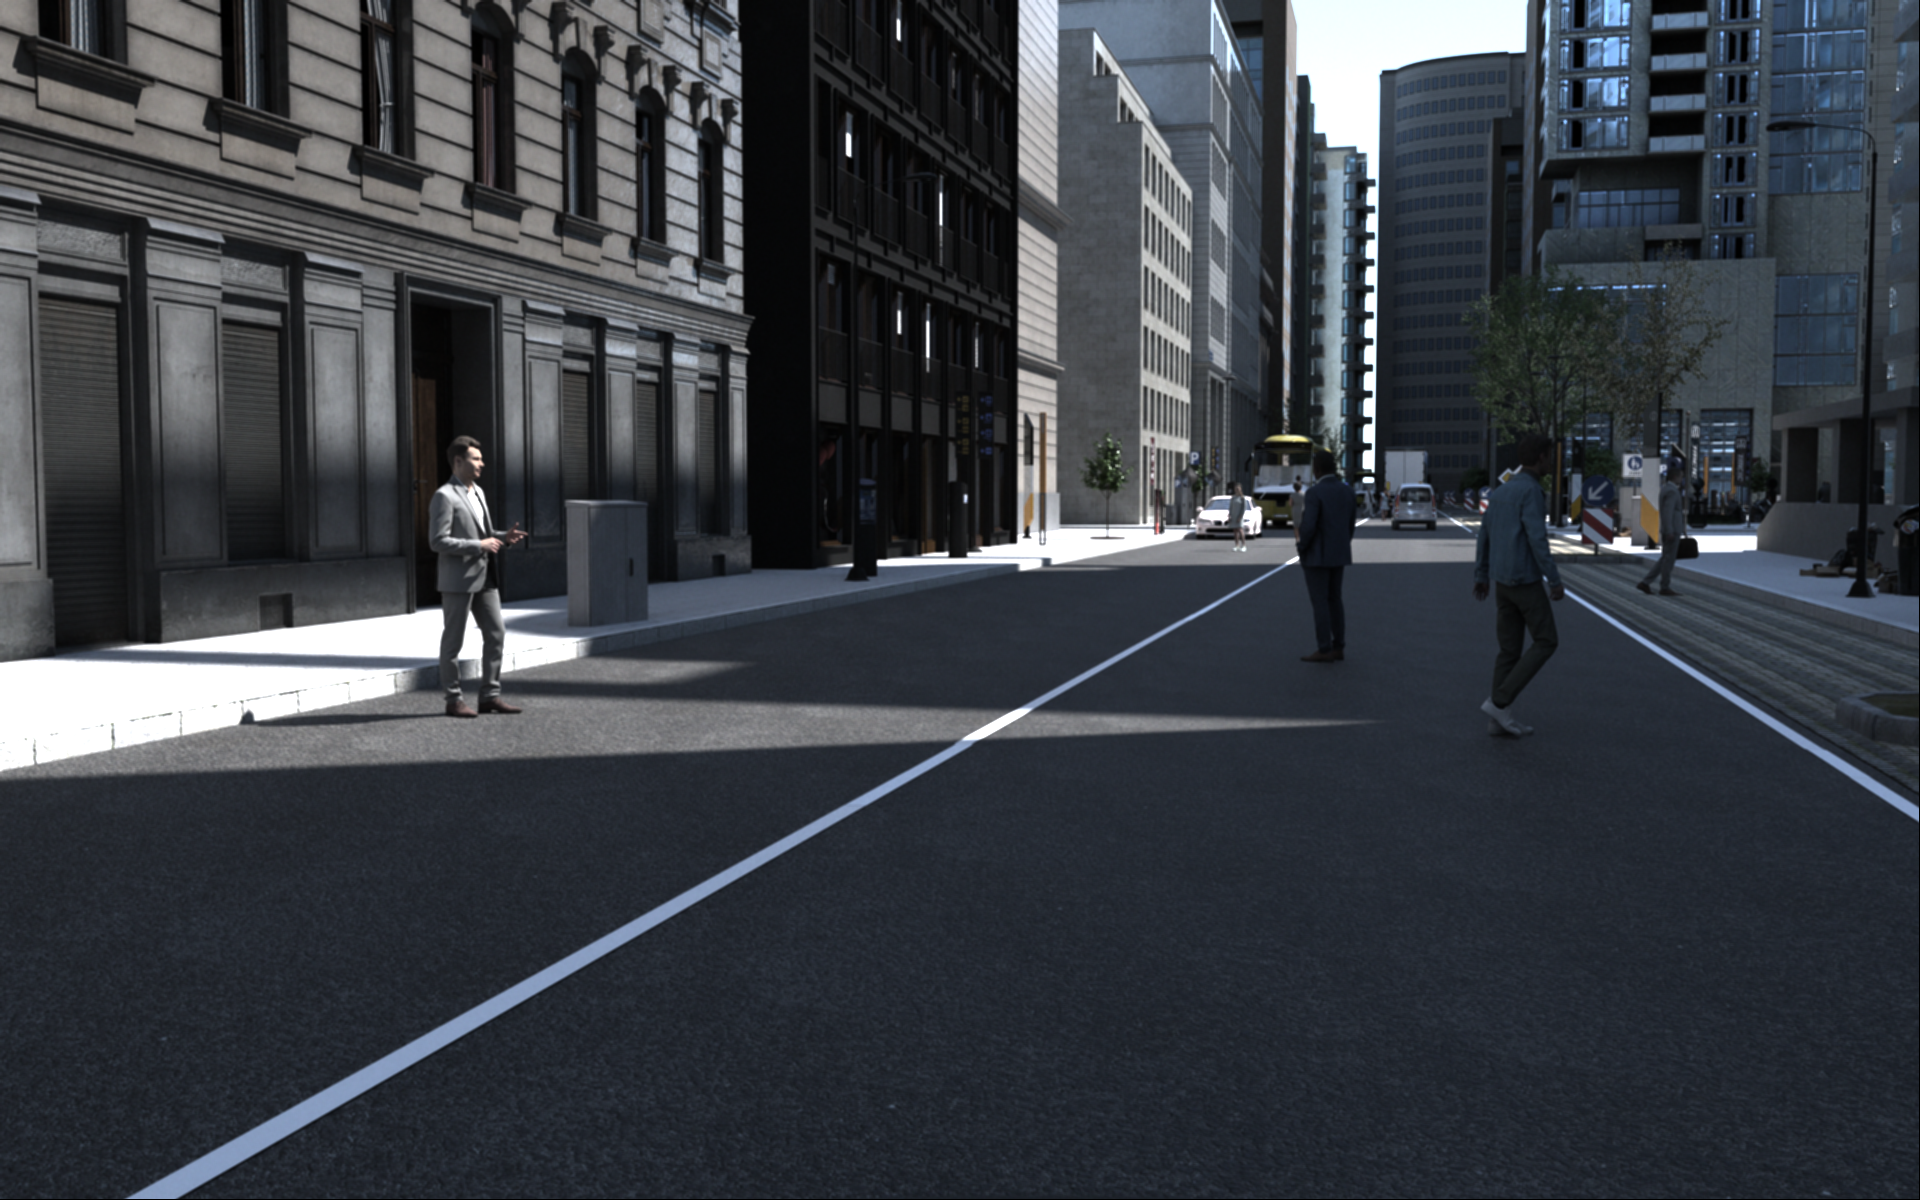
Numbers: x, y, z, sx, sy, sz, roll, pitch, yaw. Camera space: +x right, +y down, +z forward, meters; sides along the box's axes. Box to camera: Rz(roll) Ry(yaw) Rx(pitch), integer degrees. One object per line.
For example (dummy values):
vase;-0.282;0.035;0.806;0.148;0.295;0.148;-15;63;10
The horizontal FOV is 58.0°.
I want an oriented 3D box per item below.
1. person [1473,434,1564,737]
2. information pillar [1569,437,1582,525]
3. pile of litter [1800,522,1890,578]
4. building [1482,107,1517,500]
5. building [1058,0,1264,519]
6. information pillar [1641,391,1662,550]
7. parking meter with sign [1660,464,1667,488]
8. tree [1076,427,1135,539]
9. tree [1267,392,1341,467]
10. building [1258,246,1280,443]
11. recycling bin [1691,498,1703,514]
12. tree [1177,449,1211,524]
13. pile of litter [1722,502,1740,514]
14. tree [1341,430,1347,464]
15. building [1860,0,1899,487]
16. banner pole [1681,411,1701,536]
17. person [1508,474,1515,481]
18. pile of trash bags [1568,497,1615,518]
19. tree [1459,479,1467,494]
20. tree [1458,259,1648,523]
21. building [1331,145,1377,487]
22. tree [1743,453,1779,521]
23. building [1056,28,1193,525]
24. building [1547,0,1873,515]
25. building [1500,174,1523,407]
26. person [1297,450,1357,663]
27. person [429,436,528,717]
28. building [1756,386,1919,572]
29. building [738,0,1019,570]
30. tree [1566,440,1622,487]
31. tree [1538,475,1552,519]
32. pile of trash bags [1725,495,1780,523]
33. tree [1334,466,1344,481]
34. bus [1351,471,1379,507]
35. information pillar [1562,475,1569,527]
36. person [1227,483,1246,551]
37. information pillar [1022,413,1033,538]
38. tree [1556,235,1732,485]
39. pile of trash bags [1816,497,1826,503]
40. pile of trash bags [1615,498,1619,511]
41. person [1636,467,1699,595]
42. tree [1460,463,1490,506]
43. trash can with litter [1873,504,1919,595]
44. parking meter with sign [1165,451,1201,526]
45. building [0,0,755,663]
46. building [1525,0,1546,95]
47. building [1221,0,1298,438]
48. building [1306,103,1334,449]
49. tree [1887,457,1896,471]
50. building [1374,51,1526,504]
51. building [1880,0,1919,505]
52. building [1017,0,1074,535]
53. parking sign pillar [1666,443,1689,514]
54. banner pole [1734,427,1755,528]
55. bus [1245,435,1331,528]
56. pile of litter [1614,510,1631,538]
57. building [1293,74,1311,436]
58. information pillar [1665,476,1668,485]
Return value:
person;3.272;-0.084;10.215;0.444;1.785;0.601;0;4;-6
information pillar;25.383;-4.890;71.312;0.504;3.616;0.183;-2;4;-27
pile of litter;13.764;-0.780;26.724;1.176;0.858;1.719;0;4;-6
building;68.098;-33.639;200.102;14.600;45.320;14.200;1;4;15
building;11.033;-19.875;102.446;11.434;29.767;29.804;1;4;15
information pillar;15.888;-2.963;39.802;0.183;3.616;0.504;-1;4;-23
parking meter with sign;41.447;-6.452;101.746;0.543;3.016;1.738;2;4;31
tree;4.326;-3.359;49.521;1.663;3.219;1.824;0;3;0
tree;24.136;-10.620;123.992;4.737;8.622;4.395;0;3;0
building;16.207;-17.598;129.524;13.314;21.916;24.055;1;4;15
recycling bin;44.944;-5.682;105.459;0.722;1.027;0.722;0;4;2
tree;10.093;-4.918;75.011;1.663;3.219;1.824;0;3;0
pile of litter;40.362;-4.678;90.452;1.719;0.858;1.176;-3;5;-44
tree;38.704;-14.165;181.966;4.737;8.622;4.395;0;3;0
building;90.294;-46.020;190.675;20.611;71.187;20.563;1;4;15
banner pole;22.223;-3.830;52.629;0.863;3.779;0.401;-2;4;-33
person;11.194;-1.626;34.959;0.514;1.842;0.818;-2;4;-28
pile of trash bags;33.702;-5.121;93.474;1.912;1.369;3.447;0;4;5
tree;58.090;-12.572;200.145;1.663;3.219;1.824;0;3;0
tree;26.656;-9.310;77.971;9.928;11.665;9.643;0;3;0
building;41.409;-37.843;238.340;30.456;49.044;23.786;1;4;15
tree;37.381;-5.303;81.309;1.663;3.219;1.824;0;3;0
building;4.518;-13.797;80.333;10.420;20.320;16.860;1;4;15
building;49.357;-49.293;118.606;22.319;86.520;31.000;1;4;15
building;56.346;-23.566;157.008;14.160;30.474;14.107;1;4;15
person;3.142;-0.374;14.799;0.721;1.800;0.419;-3;5;-42
person;-3.097;-0.149;11.142;0.583;1.804;0.606;1;4;11
building;32.172;-20.551;27.887;32.217;40.220;23.993;1;4;15
building;-6.462;-12.732;37.843;12.332;23.373;15.834;1;4;15
tree;38.609;-7.419;105.022;4.285;4.588;4.351;0;3;0
tree;30.129;-5.809;89.578;1.663;3.219;1.824;0;3;0
pile of trash bags;35.815;-4.133;77.324;1.912;1.369;3.447;-3;5;-40
tree;35.892;-11.372;169.653;4.285;4.588;4.351;0;3;0
bus;44.481;-12.143;190.076;2.896;3.916;12.252;1;4;14
information pillar;23.866;-3.916;68.515;0.304;2.012;0.304;-1;4;-9
person;7.017;-2.092;43.712;0.512;1.701;0.522;2;4;32
information pillar;1.973;-3.587;49.995;0.183;3.616;0.504;-1;4;-23
tree;19.474;-6.042;49.148;4.360;8.622;3.978;0;3;0
pile of trash bags;49.742;-5.295;96.319;1.912;1.369;3.447;-3;5;-45
pile of trash bags;36.607;-5.428;98.493;1.912;1.369;3.447;1;4;22
person;10.002;-0.963;24.365;0.853;1.813;0.709;1;4;9
tree;54.919;-12.262;184.199;4.285;4.588;4.351;0;3;0
trash can with litter;12.055;-0.656;22.109;0.624;1.170;1.055;0;4;-3
parking meter with sign;9.039;-4.537;70.433;1.738;3.016;0.543;-3;5;-44
building;-10.160;-10.449;19.997;9.793;20.994;18.267;1;4;15
building;53.760;-30.091;142.101;14.600;45.320;14.200;1;4;15
building;21.856;-30.670;151.568;14.600;45.320;14.200;1;4;15
building;27.524;-35.804;205.001;30.456;49.044;23.786;1;4;15
tree;26.573;-3.231;47.421;1.663;3.219;1.824;0;3;0
building;69.579;-42.020;229.033;28.212;58.520;21.231;1;4;15
building;55.418;-27.627;71.314;30.456;49.044;23.786;1;4;15
building;-8.839;-16.466;56.608;23.554;28.519;14.401;1;4;15
parking sign pillar;37.468;-6.238;90.456;1.447;3.967;1.447;-1;4;-13
banner pole;29.603;-4.609;65.376;0.401;3.779;0.863;-3;4;-38
bus;14.572;-5.141;75.606;2.896;3.916;12.252;1;4;16
pile of litter;19.804;-2.312;51.761;1.719;0.858;1.176;-3;5;-42
building;25.837;-29.488;165.720;14.154;41.232;14.086;1;4;15
information pillar;28.455;-3.979;69.547;0.304;2.012;0.304;2;4;28
